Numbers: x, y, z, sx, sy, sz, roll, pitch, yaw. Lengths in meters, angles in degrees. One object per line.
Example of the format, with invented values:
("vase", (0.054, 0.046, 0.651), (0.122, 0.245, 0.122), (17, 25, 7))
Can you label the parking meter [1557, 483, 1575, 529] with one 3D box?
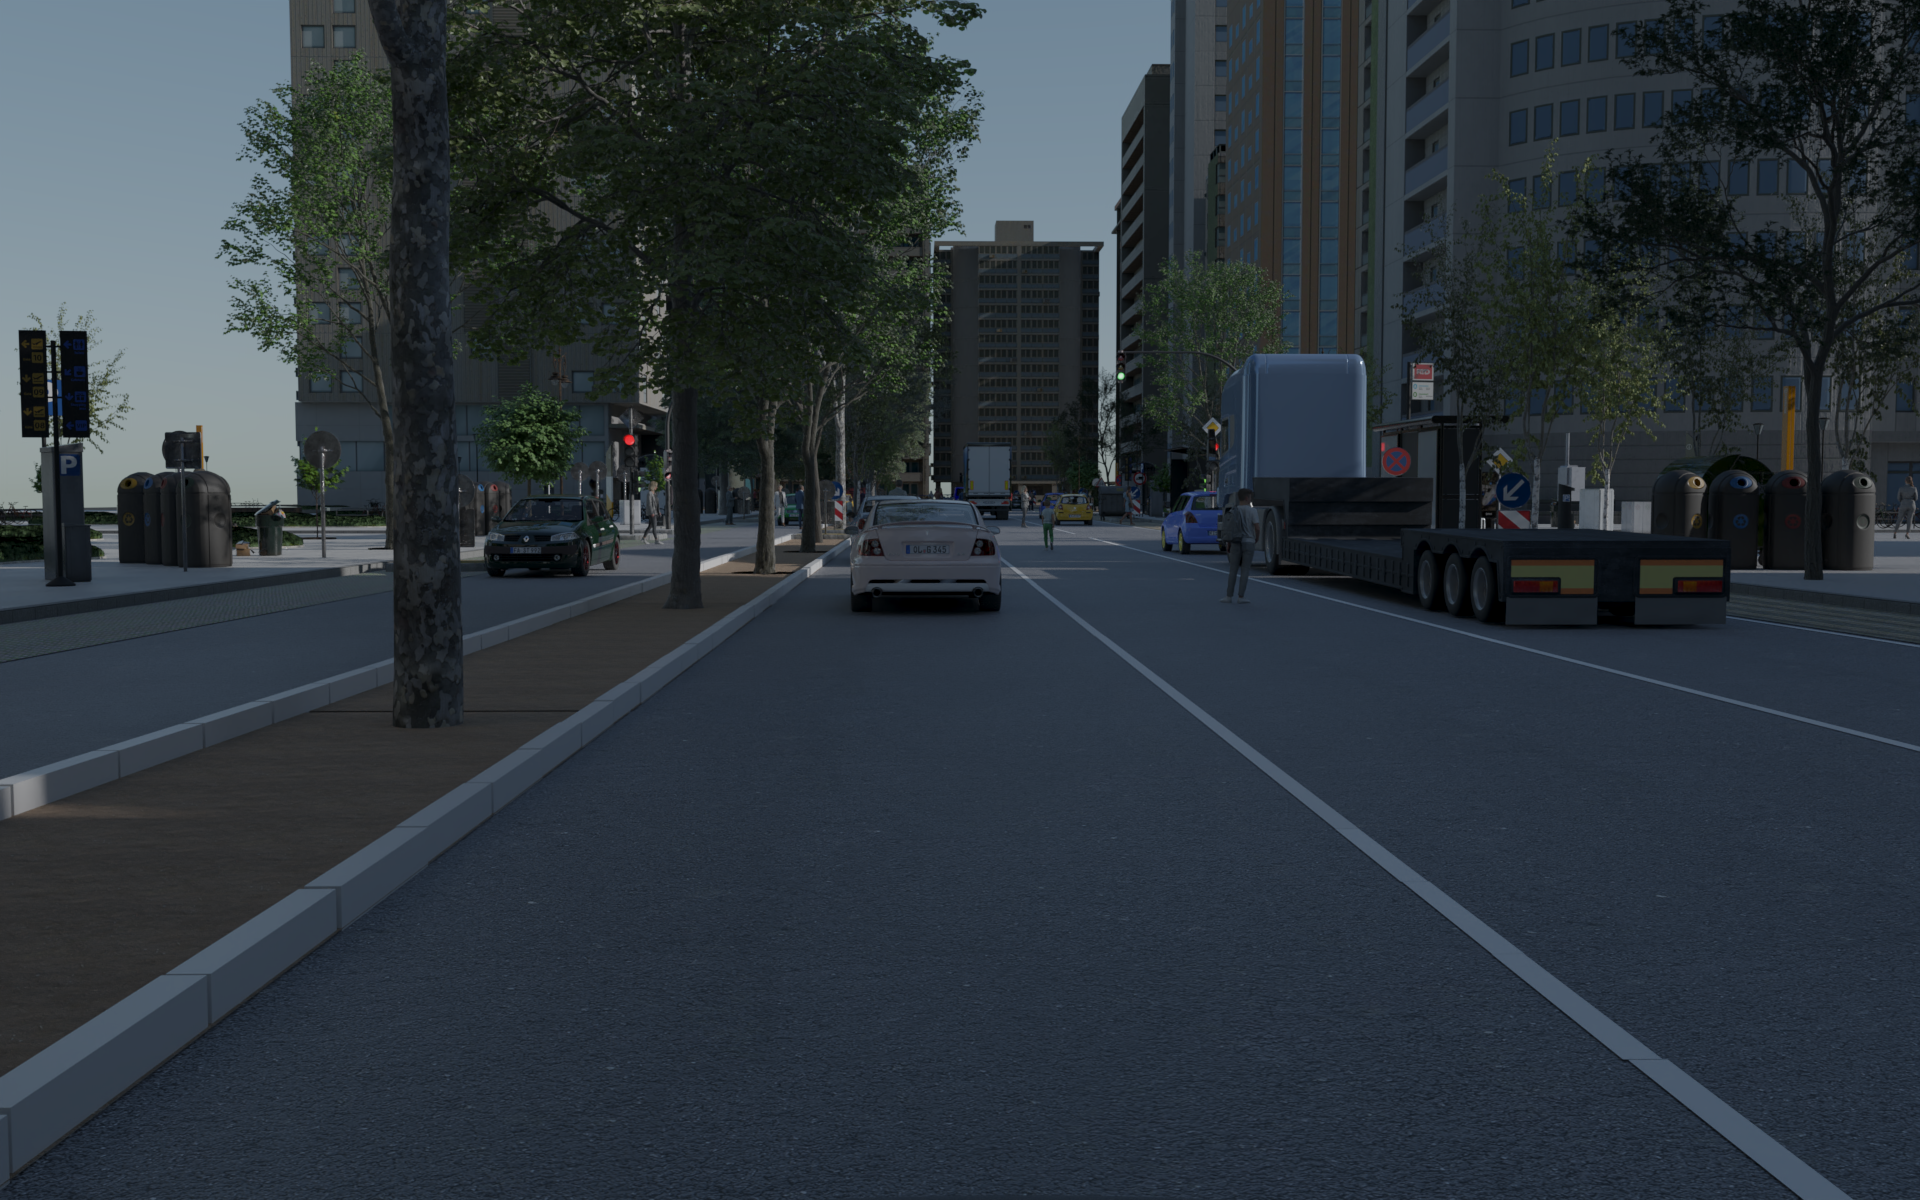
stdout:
("parking meter", (14.300, -1.985, 40.866), (0.372, 1.533, 0.369), (0, 3, 0))

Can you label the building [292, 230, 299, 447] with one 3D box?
("building", (-65.110, -33.282, 194.268), (14.200, 45.320, 14.600), (0, 4, -1))

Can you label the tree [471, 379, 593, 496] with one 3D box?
("tree", (-12.273, -4.036, 49.697), (4.285, 4.588, 4.351), (0, 3, 0))

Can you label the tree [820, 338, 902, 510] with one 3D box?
("tree", (-4.584, -7.641, 77.756), (4.360, 8.622, 3.978), (0, 3, 0))

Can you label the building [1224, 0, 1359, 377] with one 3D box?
("building", (27.598, -29.179, 127.195), (14.600, 45.320, 14.200), (0, 4, -1))

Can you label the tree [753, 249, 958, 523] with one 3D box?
("tree", (-5.169, -10.583, 85.865), (12.009, 13.543, 11.850), (0, 3, 0))

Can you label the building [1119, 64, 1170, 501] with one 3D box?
("building", (29.693, -34.799, 192.668), (21.300, 48.544, 21.600), (0, 4, -1))

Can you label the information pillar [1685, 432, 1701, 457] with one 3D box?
("information pillar", (27.953, -4.565, 65.994), (0.504, 3.616, 0.183), (0, 3, 0))

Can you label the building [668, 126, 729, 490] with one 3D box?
("building", (-42.426, -53.649, 189.832), (31.000, 86.520, 22.319), (0, 4, -1))

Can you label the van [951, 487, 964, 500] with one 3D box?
("van", (0.357, -9.165, 154.237), (2.240, 2.365, 5.245), (0, 4, -2))

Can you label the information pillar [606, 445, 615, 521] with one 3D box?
("information pillar", (-16.616, -5.554, 82.163), (0.183, 3.616, 0.504), (-3, 5, -42))

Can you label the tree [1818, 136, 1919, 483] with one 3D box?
("tree", (18.857, -5.251, 36.215), (4.360, 8.622, 3.978), (0, 3, 0))

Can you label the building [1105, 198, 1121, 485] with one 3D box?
("building", (34.788, -36.039, 243.865), (28.867, 44.769, 22.147), (0, 4, -1))

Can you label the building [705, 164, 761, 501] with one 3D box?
("building", (-40.972, -38.171, 243.705), (30.456, 49.044, 23.786), (0, 4, -1))

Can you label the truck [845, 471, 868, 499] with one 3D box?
("truck", (-10.057, -10.961, 168.118), (2.839, 4.237, 11.283), (0, 4, -1))

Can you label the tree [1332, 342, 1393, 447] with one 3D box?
("tree", (18.899, -8.157, 83.735), (4.737, 8.622, 4.395), (0, 3, 0))

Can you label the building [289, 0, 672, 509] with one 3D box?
("building", (-39.677, -34.309, 150.183), (28.713, 52.752, 27.495), (0, 4, -1))

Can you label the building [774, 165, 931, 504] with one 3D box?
("building", (-14.894, -37.814, 241.958), (21.600, 48.544, 21.300), (0, 4, -1))

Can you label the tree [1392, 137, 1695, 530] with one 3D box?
("tree", (12.521, -5.295, 36.932), (4.737, 8.622, 4.395), (0, 3, 0))

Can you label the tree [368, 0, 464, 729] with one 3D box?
("tree", (-4.521, -9.332, 10.927), (12.611, 20.169, 13.585), (0, 3, 0))

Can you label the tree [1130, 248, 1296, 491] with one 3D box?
("tree", (10.958, -9.003, 72.949), (9.928, 11.665, 9.643), (0, 3, 0))

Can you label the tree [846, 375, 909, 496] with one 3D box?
("tree", (-5.451, -9.252, 104.085), (4.737, 8.622, 4.395), (0, 3, 0))

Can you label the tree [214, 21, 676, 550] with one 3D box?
("tree", (-13.031, -6.975, 39.800), (9.928, 11.665, 9.643), (0, 3, 0))

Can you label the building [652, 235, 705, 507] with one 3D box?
("building", (-33.357, -24.505, 172.351), (14.160, 30.474, 14.107), (0, 4, -1))

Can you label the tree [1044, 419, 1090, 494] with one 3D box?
("tree", (9.779, -12.563, 155.773), (4.360, 8.622, 3.978), (0, 3, 0))

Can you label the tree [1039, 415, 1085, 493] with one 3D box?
("tree", (9.665, -12.894, 161.183), (4.737, 8.622, 4.395), (0, 3, 0))

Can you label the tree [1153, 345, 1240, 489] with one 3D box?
("tree", (11.571, -8.093, 82.686), (4.360, 8.622, 3.978), (0, 3, 0))

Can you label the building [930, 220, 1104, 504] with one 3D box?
("building", (7.760, -34.063, 248.810), (23.993, 40.220, 32.217), (0, 4, -1))

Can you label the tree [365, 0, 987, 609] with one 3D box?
("tree", (-3.538, -6.181, 21.646), (7.486, 12.596, 7.792), (0, 3, 0))

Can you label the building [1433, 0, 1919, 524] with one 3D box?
("building", (36.035, -33.004, 81.622), (28.212, 58.520, 21.231), (0, 4, -1))

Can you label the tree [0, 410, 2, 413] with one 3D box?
("tree", (-11.886, -1.554, 20.017), (1.663, 3.219, 1.824), (0, 3, 0))

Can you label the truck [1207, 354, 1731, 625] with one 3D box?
("truck", (6.743, -2.310, 27.519), (2.967, 4.110, 18.799), (0, 4, -1))

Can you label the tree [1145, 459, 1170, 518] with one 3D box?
("tree", (11.213, -6.124, 94.723), (1.663, 3.219, 1.824), (0, 3, 0))

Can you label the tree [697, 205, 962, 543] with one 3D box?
("tree", (-4.121, -6.954, 50.567), (8.767, 10.594, 7.601), (0, 4, -1))

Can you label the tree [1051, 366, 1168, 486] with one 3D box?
("tree", (10.886, -11.703, 125.761), (8.767, 10.594, 7.601), (0, 3, 0))

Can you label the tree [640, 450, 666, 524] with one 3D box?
("tree", (-13.349, -4.938, 75.343), (1.663, 3.219, 1.824), (0, 3, 0))

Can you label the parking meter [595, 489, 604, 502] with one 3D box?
("parking meter", (-16.278, -4.271, 78.236), (0.372, 1.533, 0.369), (0, 3, 0))

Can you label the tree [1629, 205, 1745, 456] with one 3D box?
("tree", (19.030, -5.722, 43.916), (4.360, 8.622, 3.978), (0, 3, 0))

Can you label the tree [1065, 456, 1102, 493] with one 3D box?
("tree", (10.302, -9.785, 143.702), (4.285, 4.588, 4.351), (0, 3, 0))

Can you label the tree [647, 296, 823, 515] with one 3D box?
("tree", (-14.492, -12.187, 105.916), (9.857, 13.997, 8.962), (0, 3, 0))

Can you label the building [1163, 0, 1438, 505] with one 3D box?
("building", (30.707, -38.190, 166.401), (21.231, 58.520, 28.212), (0, 4, -1))

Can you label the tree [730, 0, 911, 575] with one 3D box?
("tree", (-3.368, -6.254, 30.471), (9.928, 11.665, 9.643), (0, 3, 0))

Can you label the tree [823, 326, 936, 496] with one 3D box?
("tree", (-6.157, -12.866, 119.471), (9.857, 13.997, 8.962), (0, 3, 0))

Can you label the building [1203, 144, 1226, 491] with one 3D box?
("building", (27.444, -22.890, 145.953), (14.160, 30.474, 14.107), (0, 4, -1))

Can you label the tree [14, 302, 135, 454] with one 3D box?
("tree", (-34.649, -7.154, 67.324), (4.737, 8.622, 4.395), (0, 3, 0))

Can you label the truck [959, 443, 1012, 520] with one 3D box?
("truck", (1.471, -6.779, 99.753), (2.839, 4.237, 11.283), (0, 4, -1))

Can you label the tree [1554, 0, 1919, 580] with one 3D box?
("tree", (12.447, -5.578, 25.619), (7.601, 10.594, 8.767), (0, 4, -6))

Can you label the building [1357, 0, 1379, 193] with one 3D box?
("building", (31.422, -25.793, 105.303), (14.154, 41.232, 14.086), (0, 4, -1))

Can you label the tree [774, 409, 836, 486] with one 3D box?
("tree", (-15.834, -16.202, 181.912), (9.611, 12.733, 9.660), (0, 3, 0))

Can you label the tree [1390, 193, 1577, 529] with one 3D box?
("tree", (12.677, -5.649, 42.725), (4.360, 8.622, 3.978), (0, 3, 0))

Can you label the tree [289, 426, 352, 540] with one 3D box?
("tree", (-18.155, -3.340, 49.218), (1.663, 3.219, 1.824), (0, 3, 0))
